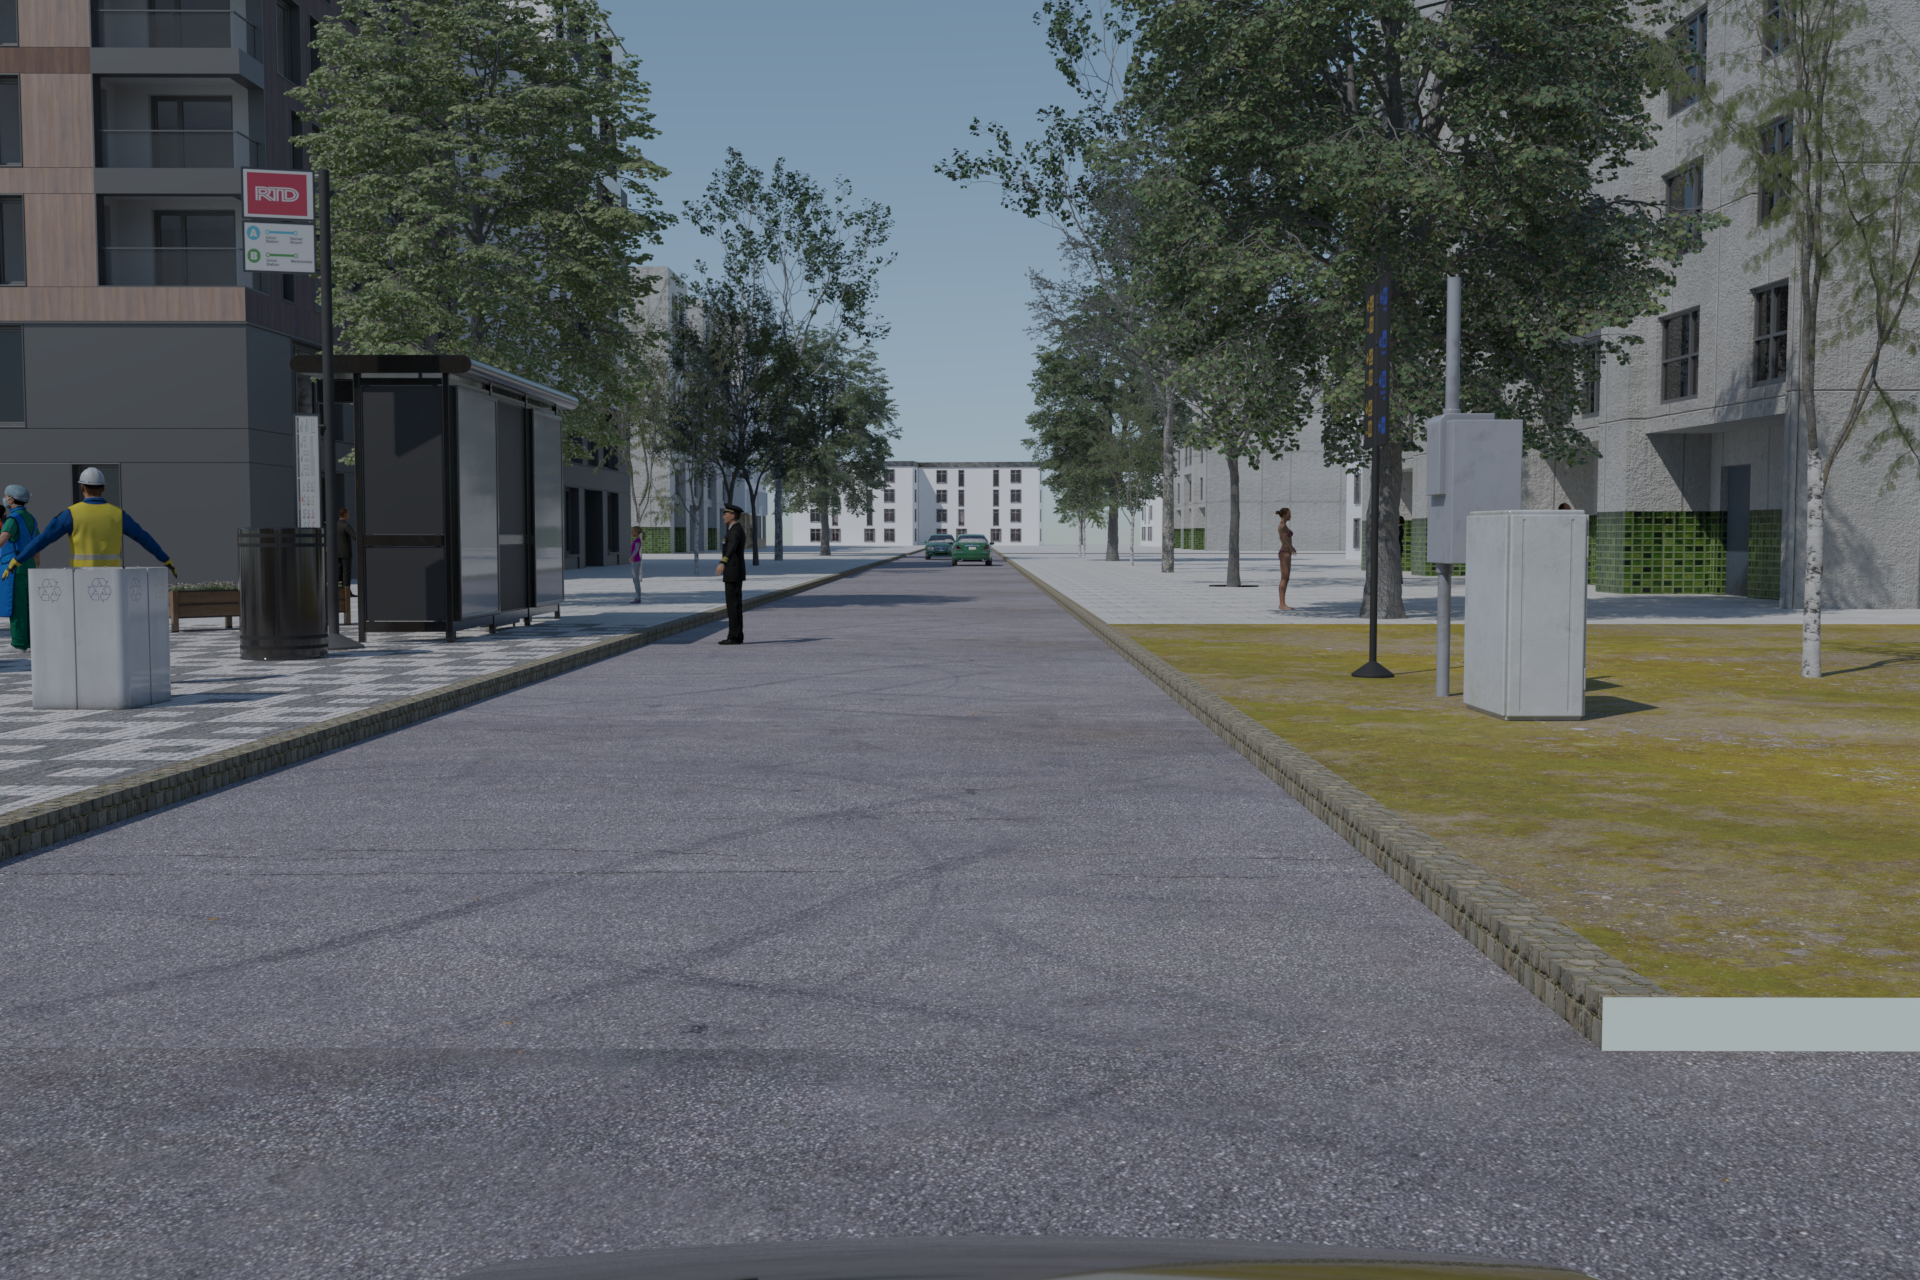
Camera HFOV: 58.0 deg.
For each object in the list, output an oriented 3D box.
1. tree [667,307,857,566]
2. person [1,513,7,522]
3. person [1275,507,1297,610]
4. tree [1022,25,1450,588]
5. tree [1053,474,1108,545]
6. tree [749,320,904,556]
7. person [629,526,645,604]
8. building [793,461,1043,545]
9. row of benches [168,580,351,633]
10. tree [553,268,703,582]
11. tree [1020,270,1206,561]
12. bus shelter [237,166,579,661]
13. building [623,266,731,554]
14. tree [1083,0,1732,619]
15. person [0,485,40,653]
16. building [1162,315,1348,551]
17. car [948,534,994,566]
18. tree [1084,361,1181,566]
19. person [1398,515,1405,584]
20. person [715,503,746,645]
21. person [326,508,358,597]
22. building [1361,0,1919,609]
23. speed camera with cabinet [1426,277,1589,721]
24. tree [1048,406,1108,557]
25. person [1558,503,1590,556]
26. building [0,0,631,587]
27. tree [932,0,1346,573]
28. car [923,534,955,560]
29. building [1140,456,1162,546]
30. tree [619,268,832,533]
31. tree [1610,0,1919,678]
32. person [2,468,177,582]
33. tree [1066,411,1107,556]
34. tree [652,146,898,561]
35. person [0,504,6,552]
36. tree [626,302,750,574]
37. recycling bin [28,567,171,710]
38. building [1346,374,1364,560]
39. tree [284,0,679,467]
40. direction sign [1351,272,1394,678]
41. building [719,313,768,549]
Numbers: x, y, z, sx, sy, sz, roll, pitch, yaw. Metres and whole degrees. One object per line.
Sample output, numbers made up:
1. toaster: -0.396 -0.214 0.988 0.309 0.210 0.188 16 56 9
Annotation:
1. tree: -8.250 -8.320 70.444 8.767 10.594 7.601 0 4 4
2. person: -21.444 -2.018 38.781 1.354 1.856 0.705 1 4 14
3. person: 5.610 -1.388 29.492 0.721 1.733 1.217 0 4 6
4. tree: 6.624 -8.018 41.469 12.009 13.543 11.850 0 3 0
5. tree: 14.551 -17.326 201.405 7.486 12.596 7.792 0 3 0
6. tree: -8.010 -11.941 101.882 9.857 13.997 8.962 0 3 0
7. person: -6.034 -1.388 31.956 0.599 1.433 0.991 -1 4 -9
8. building: -4.671 -15.585 199.423 28.070 9.664 9.099 1 4 8
9. row of benches: -10.152 -0.462 23.009 1.422 0.672 4.104 3 5 41
10. tree: -8.512 -5.879 46.482 4.360 8.622 3.978 0 3 0
11. tree: 7.148 -10.696 81.535 9.857 13.997 8.962 0 3 0
12. bus shelter: -6.788 -2.697 21.731 2.179 5.291 8.768 0 4 -1
13. building: -27.680 -16.144 130.414 16.747 18.905 31.486 0 4 0
14. tree: 6.520 -7.304 26.082 9.857 13.997 8.962 0 3 0
15. person: -10.257 -0.776 18.812 0.704 1.817 1.347 0 4 -5
16. building: 27.254 -17.166 147.128 16.747 18.905 31.486 0 4 1
17. car: 0.525 -4.107 78.946 2.131 1.459 4.920 0 4 -1
18. tree: 6.932 -7.299 69.709 4.360 8.622 3.978 0 3 0
19. person: 10.745 -2.206 42.791 0.721 1.740 1.216 1 4 22
20. person: -2.972 -0.864 22.523 0.705 1.837 1.347 0 4 0
21. person: -12.454 -1.765 35.085 1.346 1.802 0.704 2 4 33
22. building: 22.496 -10.901 44.695 16.747 18.905 31.486 0 3 0
23. speed camera with cabinet: 4.003 -1.127 12.765 0.660 3.252 2.038 0 4 0
24. tree: 6.864 -8.897 95.825 4.737 8.622 4.395 0 3 0
25. person: 10.011 -1.370 28.669 1.348 1.796 0.705 -3 5 -44
26. building: -27.899 -13.067 57.623 27.936 21.610 32.646 0 4 -1
27. tree: 5.576 -12.346 57.741 12.611 20.169 13.585 0 3 0
28. car: -1.036 -5.301 98.462 2.131 1.459 4.920 0 4 0
29. building: 24.595 -14.536 179.815 9.099 9.664 28.070 0 3 0
30. tree: -8.425 -7.795 61.856 8.767 10.594 7.601 1 4 8
31. tree: 7.511 -3.983 15.487 4.360 8.622 3.978 0 3 0
32. person: -7.234 -0.520 14.478 1.349 1.833 0.705 -3 5 -39
33. tree: 7.357 -9.314 102.642 4.360 8.622 3.978 0 3 0
34. tree: -8.967 -13.973 84.349 12.611 20.169 13.585 0 3 0
35. person: -17.561 -1.561 31.671 1.345 1.843 0.704 0 4 6
36. tree: -8.310 -6.380 54.679 4.360 8.622 3.978 0 3 0
37. recycling bin: -6.422 -0.025 12.959 0.722 1.027 0.722 0 4 2
38. building: 24.229 -8.129 75.049 9.099 9.664 28.070 0 4 0
39. tree: -8.732 -6.937 31.544 7.486 12.596 7.792 0 3 0
40. direction sign: 3.714 -1.436 15.479 0.379 3.537 0.876 0 4 1
41. building: -23.050 -17.898 149.047 16.016 20.090 11.380 0 4 0
